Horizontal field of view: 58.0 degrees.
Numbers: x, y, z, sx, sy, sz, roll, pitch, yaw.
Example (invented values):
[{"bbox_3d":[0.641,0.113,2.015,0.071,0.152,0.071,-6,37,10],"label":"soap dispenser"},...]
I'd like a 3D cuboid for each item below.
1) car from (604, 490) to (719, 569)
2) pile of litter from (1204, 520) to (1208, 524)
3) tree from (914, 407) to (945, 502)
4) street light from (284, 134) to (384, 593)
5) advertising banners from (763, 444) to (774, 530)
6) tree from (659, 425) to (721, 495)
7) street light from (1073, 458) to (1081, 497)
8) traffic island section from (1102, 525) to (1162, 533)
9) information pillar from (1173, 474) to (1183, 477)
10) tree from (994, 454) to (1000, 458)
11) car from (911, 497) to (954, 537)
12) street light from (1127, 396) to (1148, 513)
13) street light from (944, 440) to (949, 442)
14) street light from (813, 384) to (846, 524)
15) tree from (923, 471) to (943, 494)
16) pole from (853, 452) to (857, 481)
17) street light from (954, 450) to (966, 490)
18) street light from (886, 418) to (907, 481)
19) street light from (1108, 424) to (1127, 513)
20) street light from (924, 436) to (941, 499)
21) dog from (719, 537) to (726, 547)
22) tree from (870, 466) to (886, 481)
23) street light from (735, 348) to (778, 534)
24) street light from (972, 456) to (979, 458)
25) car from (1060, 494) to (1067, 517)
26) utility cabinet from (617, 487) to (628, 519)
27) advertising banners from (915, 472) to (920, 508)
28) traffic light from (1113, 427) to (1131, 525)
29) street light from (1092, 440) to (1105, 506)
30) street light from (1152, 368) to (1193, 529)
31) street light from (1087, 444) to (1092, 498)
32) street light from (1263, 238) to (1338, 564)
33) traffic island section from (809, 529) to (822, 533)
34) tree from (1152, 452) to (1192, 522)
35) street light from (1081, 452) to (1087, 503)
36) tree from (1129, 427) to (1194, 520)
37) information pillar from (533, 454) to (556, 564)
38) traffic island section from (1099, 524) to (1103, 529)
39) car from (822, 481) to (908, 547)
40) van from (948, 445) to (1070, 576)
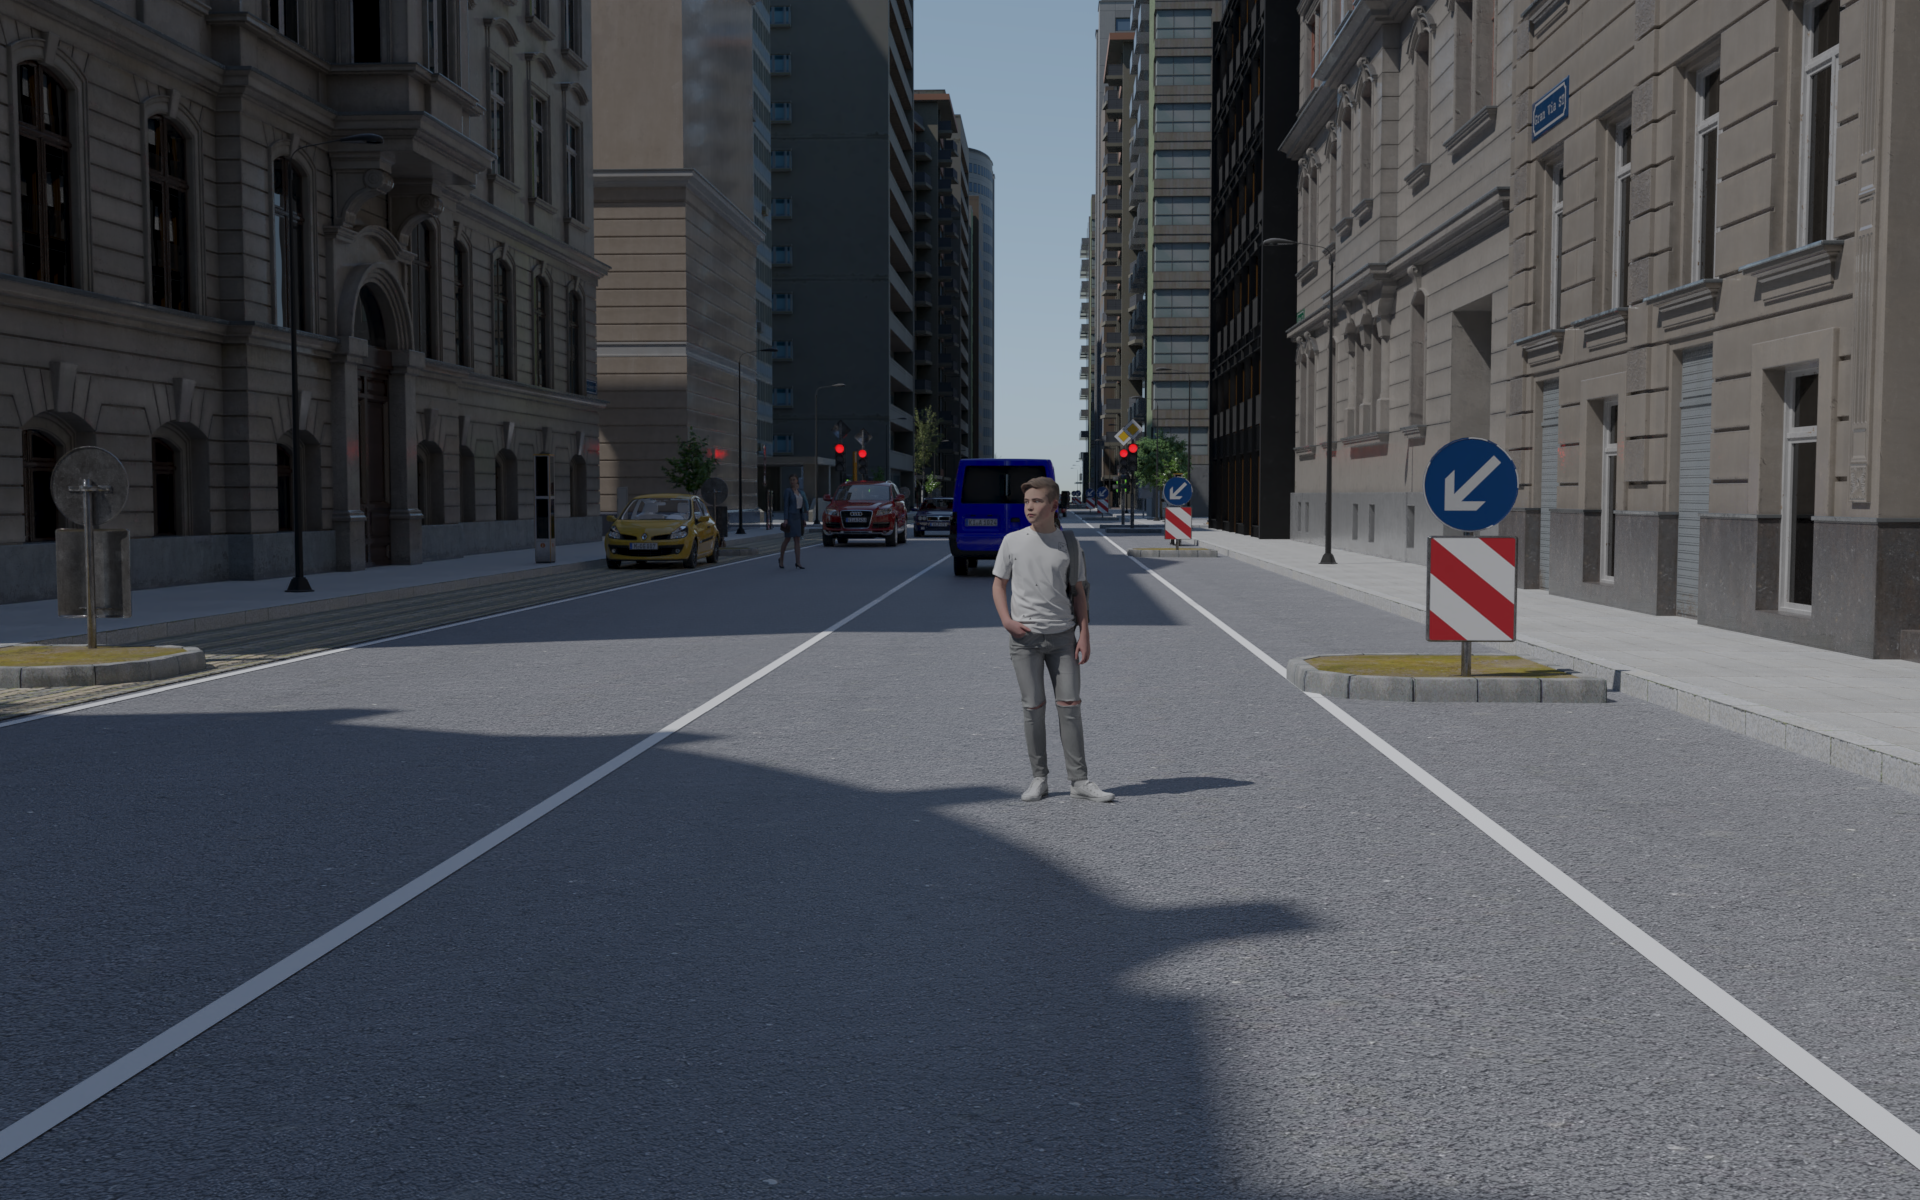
[{"bbox_3d":[-5.878,-1.475,34.347,2.015,1.641,3.980,0,4,1],"label":"car"},{"bbox_3d":[11.157,-3.609,72.970,1.719,0.858,1.176,2,4,25],"label":"pile of litter"},{"bbox_3d":[-3.320,-11.783,143.011,4.737,8.622,4.395,0,3,0],"label":"tree"},{"bbox_3d":[-8.125,-3.056,22.509,1.470,5.913,1.316,0,4,3],"label":"street light"},{"bbox_3d":[-6.861,-4.018,61.880,0.090,3.025,2.074,0,4,3],"label":"advertising banners"},{"bbox_3d":[-7.608,-3.300,48.550,1.663,3.219,1.824,0,3,0],"label":"tree"},{"bbox_3d":[16.909,-16.508,242.450,1.470,5.913,1.316,0,4,3],"label":"street light"},{"bbox_3d":[6.464,-2.600,64.787,2.009,0.180,2.903,0,4,3],"label":"traffic island section"},{"bbox_3d":[7.825,-3.534,62.271,0.304,2.012,0.304,0,4,-2],"label":"information pillar"},{"bbox_3d":[5.828,-21.874,307.999,4.360,8.622,3.978,0,3,0],"label":"tree"},{"bbox_3d":[-0.664,-2.848,59.139,1.945,1.354,3.894,0,4,2],"label":"car"},{"bbox_3d":[8.829,-6.713,82.305,1.470,5.913,1.316,0,4,3],"label":"street light"},{"bbox_3d":[-1.647,-10.830,149.611,1.470,5.913,1.316,0,4,3],"label":"street light"},{"bbox_3d":[-5.517,-6.154,73.152,1.470,5.913,1.316,0,4,3],"label":"street light"},{"bbox_3d":[-2.363,-9.317,146.932,1.663,3.219,1.824,0,3,0],"label":"tree"},{"bbox_3d":[-5.034,-5.455,83.024,0.158,3.312,0.155,0,3,0],"label":"pole"},{"bbox_3d":[-0.077,-12.796,181.754,1.470,5.913,1.316,0,4,3],"label":"street light"},{"bbox_3d":[-3.927,-8.115,105.220,1.470,5.913,1.316,0,4,3],"label":"street light"},{"bbox_3d":[10.518,-8.699,114.776,1.470,5.913,1.316,0,4,3],"label":"street light"},{"bbox_3d":[-2.266,-10.111,137.857,1.470,5.913,1.316,0,4,3],"label":"street light"},{"bbox_3d":[-6.079,-1.693,44.516,0.513,0.831,0.800,2,4,34],"label":"dog"},{"bbox_3d":[-5.040,-7.020,109.377,1.663,3.219,1.824,0,3,0],"label":"tree"},{"bbox_3d":[-6.481,-5.059,55.250,1.470,5.913,1.316,0,4,3],"label":"street light"},{"bbox_3d":[1.719,-14.760,213.866,1.470,5.913,1.316,0,4,3],"label":"street light"},{"bbox_3d":[5.824,-6.117,109.048,2.155,1.783,4.494,0,4,4],"label":"car"},{"bbox_3d":[-9.916,-2.579,50.842,0.318,1.500,1.173,-1,4,-10],"label":"utility cabinet"},{"bbox_3d":[-3.338,-8.532,135.679,0.090,3.025,2.074,-1,4,-12],"label":"advertising banners"},{"bbox_3d":[6.831,-5.121,72.650,0.839,4.253,0.868,0,4,3],"label":"traffic light"},{"bbox_3d":[12.225,-10.708,147.619,1.470,5.913,1.316,0,4,3],"label":"street light"},{"bbox_3d":[7.877,-5.574,63.674,1.470,5.913,1.316,0,4,3],"label":"street light"},{"bbox_3d":[12.700,-11.412,159.123,1.470,5.913,1.316,0,4,3],"label":"street light"},{"bbox_3d":[6.209,-3.613,31.610,1.470,5.913,1.316,0,4,3],"label":"street light"},{"bbox_3d":[-4.513,-2.634,65.349,2.009,0.180,2.903,0,4,3],"label":"traffic island section"},{"bbox_3d":[9.793,-5.144,78.699,1.663,3.219,1.824,0,3,0],"label":"tree"},{"bbox_3d":[14.442,-13.423,192.014,1.470,5.913,1.316,0,4,3],"label":"street light"},{"bbox_3d":[10.562,-6.531,90.489,4.285,4.588,4.351,0,3,0],"label":"tree"},{"bbox_3d":[-7.691,-1.687,32.074,0.304,2.012,0.304,0,4,4],"label":"information pillar"},{"bbox_3d":[6.870,-3.088,72.761,2.009,0.180,2.903,0,4,3],"label":"traffic island section"},{"bbox_3d":[-2.644,-2.462,48.928,2.281,1.827,5.304,0,4,3],"label":"car"},{"bbox_3d":[0.917,-1.693,32.070,2.240,2.365,5.245,0,4,3],"label":"van"}]
